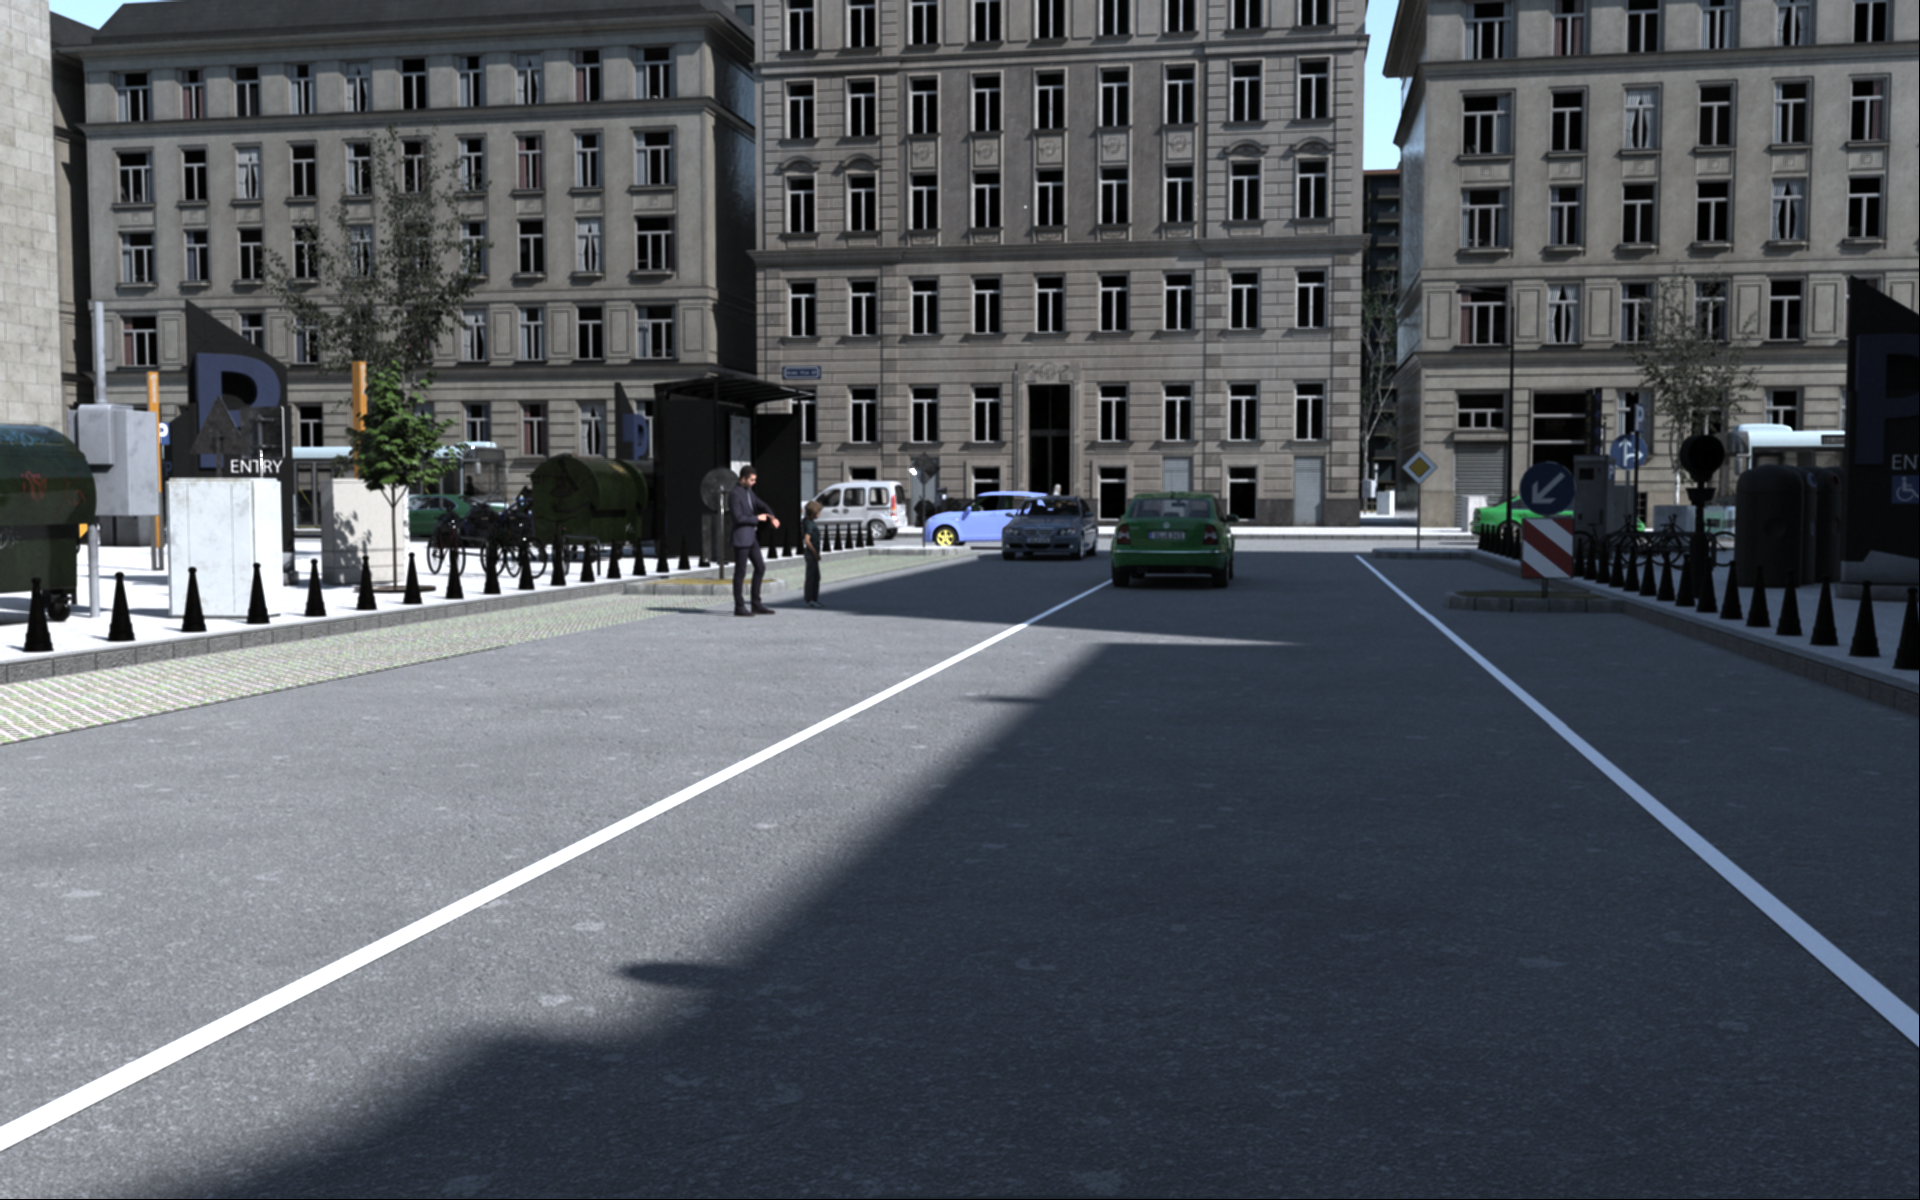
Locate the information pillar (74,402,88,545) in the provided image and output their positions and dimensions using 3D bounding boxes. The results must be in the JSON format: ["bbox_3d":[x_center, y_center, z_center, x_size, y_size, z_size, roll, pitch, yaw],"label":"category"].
[{"bbox_3d":[-22.310,-3.228,44.128,0.183,3.616,0.504,2,4,24],"label":"information pillar"}]

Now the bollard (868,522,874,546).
[{"bbox_3d":[-2.219,-1.622,42.556,0.229,0.601,0.229,0,3,0],"label":"bollard"}]

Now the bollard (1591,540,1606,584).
[{"bbox_3d":[9.260,-0.542,24.902,0.229,0.601,0.229,0,3,0],"label":"bollard"}]

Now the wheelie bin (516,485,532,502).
[{"bbox_3d":[-15.444,-3.291,61.712,0.693,1.594,0.980,-1,4,-8],"label":"wheelie bin"}]

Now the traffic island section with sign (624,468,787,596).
[{"bbox_3d":[-3.609,-1.017,25.256,1.989,1.847,2.006,1,4,11],"label":"traffic island section with sign"}]

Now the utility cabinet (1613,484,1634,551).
[{"bbox_3d":[14.339,-1.817,38.385,1.173,1.500,0.318,0,4,-4],"label":"utility cabinet"}]

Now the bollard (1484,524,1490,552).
[{"bbox_3d":[11.728,-1.350,38.106,0.229,0.601,0.229,0,3,0],"label":"bollard"}]

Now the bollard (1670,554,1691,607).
[{"bbox_3d":[8.309,-0.231,19.821,0.229,0.601,0.229,0,3,0],"label":"bollard"}]

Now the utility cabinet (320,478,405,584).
[{"bbox_3d":[-8.557,-0.986,24.803,0.318,1.500,1.173,2,4,35],"label":"utility cabinet"}]

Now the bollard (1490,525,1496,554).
[{"bbox_3d":[11.536,-1.287,37.088,0.229,0.601,0.229,0,3,0],"label":"bollard"}]

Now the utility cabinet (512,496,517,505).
[{"bbox_3d":[-18.037,-3.698,71.627,1.020,1.237,0.306,2,4,26],"label":"utility cabinet"}]

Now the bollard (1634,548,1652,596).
[{"bbox_3d":[8.690,-0.355,21.849,0.229,0.601,0.229,0,3,0],"label":"bollard"}]

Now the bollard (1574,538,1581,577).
[{"bbox_3d":[9.638,-0.666,26.929,0.229,0.601,0.229,0,3,0],"label":"bollard"}]

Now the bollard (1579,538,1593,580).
[{"bbox_3d":[9.446,-0.604,25.912,0.229,0.601,0.229,0,3,0],"label":"bollard"}]

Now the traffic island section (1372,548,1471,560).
[{"bbox_3d":[10.458,-1.051,39.462,2.009,0.180,2.903,1,4,11],"label":"traffic island section"}]

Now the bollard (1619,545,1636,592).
[{"bbox_3d":[8.881,-0.418,22.879,0.229,0.601,0.229,0,3,0],"label":"bollard"}]

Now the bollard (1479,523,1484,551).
[{"bbox_3d":[11.919,-1.412,39.129,0.229,0.601,0.229,0,3,0],"label":"bollard"}]

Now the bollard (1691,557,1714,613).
[{"bbox_3d":[8.118,-0.169,18.805,0.229,0.601,0.229,0,3,0],"label":"bollard"}]

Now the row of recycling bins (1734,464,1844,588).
[{"bbox_3d":[12.072,-1.091,24.948,1.069,1.692,3.534,3,5,44],"label":"row of recycling bins"}]

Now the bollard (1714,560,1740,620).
[{"bbox_3d":[7.933,-0.107,17.795,0.229,0.601,0.229,0,3,0],"label":"bollard"}]

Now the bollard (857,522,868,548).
[{"bbox_3d":[-2.407,-1.560,41.545,0.229,0.601,0.229,0,3,0],"label":"bollard"}]

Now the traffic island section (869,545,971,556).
[{"bbox_3d":[-0.886,-1.180,41.579,2.009,0.180,2.903,1,4,11],"label":"traffic island section"}]

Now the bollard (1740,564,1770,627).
[{"bbox_3d":[7.741,-0.045,16.777,0.229,0.601,0.229,0,3,0],"label":"bollard"}]

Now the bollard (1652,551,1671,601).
[{"bbox_3d":[8.504,-0.293,20.839,0.229,0.601,0.229,0,3,0],"label":"bollard"}]

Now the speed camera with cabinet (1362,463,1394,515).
[{"bbox_3d":[26.141,-6.965,108.206,2.038,3.252,0.660,3,5,44],"label":"speed camera with cabinet"}]

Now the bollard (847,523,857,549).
[{"bbox_3d":[-2.599,-1.497,40.520,0.229,0.601,0.229,0,3,0],"label":"bollard"}]

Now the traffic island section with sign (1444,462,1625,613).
[{"bbox_3d":[7.203,-0.813,21.919,1.989,1.847,2.006,1,4,11],"label":"traffic island section with sign"}]

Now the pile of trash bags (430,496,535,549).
[{"bbox_3d":[-11.099,-1.989,42.266,1.912,1.369,3.447,2,4,34],"label":"pile of trash bags"}]

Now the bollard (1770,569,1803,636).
[{"bbox_3d":[7.551,0.018,15.755,0.229,0.601,0.229,0,3,0],"label":"bollard"}]

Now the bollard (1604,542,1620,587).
[{"bbox_3d":[9.070,-0.480,23.888,0.229,0.601,0.229,0,3,0],"label":"bollard"}]

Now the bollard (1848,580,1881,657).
[{"bbox_3d":[7.172,0.142,13.716,0.229,0.601,0.229,0,3,0],"label":"bollard"}]

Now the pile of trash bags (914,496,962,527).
[{"bbox_3d":[-1.419,-3.551,67.817,3.447,1.369,1.912,1,4,20],"label":"pile of trash bags"}]

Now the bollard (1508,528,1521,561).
[{"bbox_3d":[10.964,-1.101,34.044,0.229,0.601,0.229,0,3,0],"label":"bollard"}]

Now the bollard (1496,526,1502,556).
[{"bbox_3d":[11.345,-1.225,36.074,0.229,0.601,0.229,0,3,0],"label":"bollard"}]

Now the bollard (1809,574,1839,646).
[{"bbox_3d":[7.358,0.080,14.729,0.229,0.601,0.229,0,3,0],"label":"bollard"}]

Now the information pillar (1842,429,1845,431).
[{"bbox_3d":[29.441,-4.064,57.796,0.504,3.616,0.183,1,4,12],"label":"information pillar"}]

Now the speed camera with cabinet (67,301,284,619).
[{"bbox_3d":[-8.148,-1.447,17.997,2.038,3.252,0.660,0,4,7],"label":"speed camera with cabinet"}]

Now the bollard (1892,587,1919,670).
[{"bbox_3d":[6.978,0.204,12.704,0.229,0.601,0.229,0,3,0],"label":"bollard"}]

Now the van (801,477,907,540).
[{"bbox_3d":[-3.759,-2.915,54.671,4.112,2.044,2.013,1,4,12],"label":"van"}]

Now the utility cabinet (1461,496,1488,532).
[{"bbox_3d":[17.338,-2.885,58.335,1.020,1.237,0.306,-2,4,-35],"label":"utility cabinet"}]

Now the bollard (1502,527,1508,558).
[{"bbox_3d":[11.156,-1.163,35.052,0.229,0.601,0.229,0,3,0],"label":"bollard"}]
